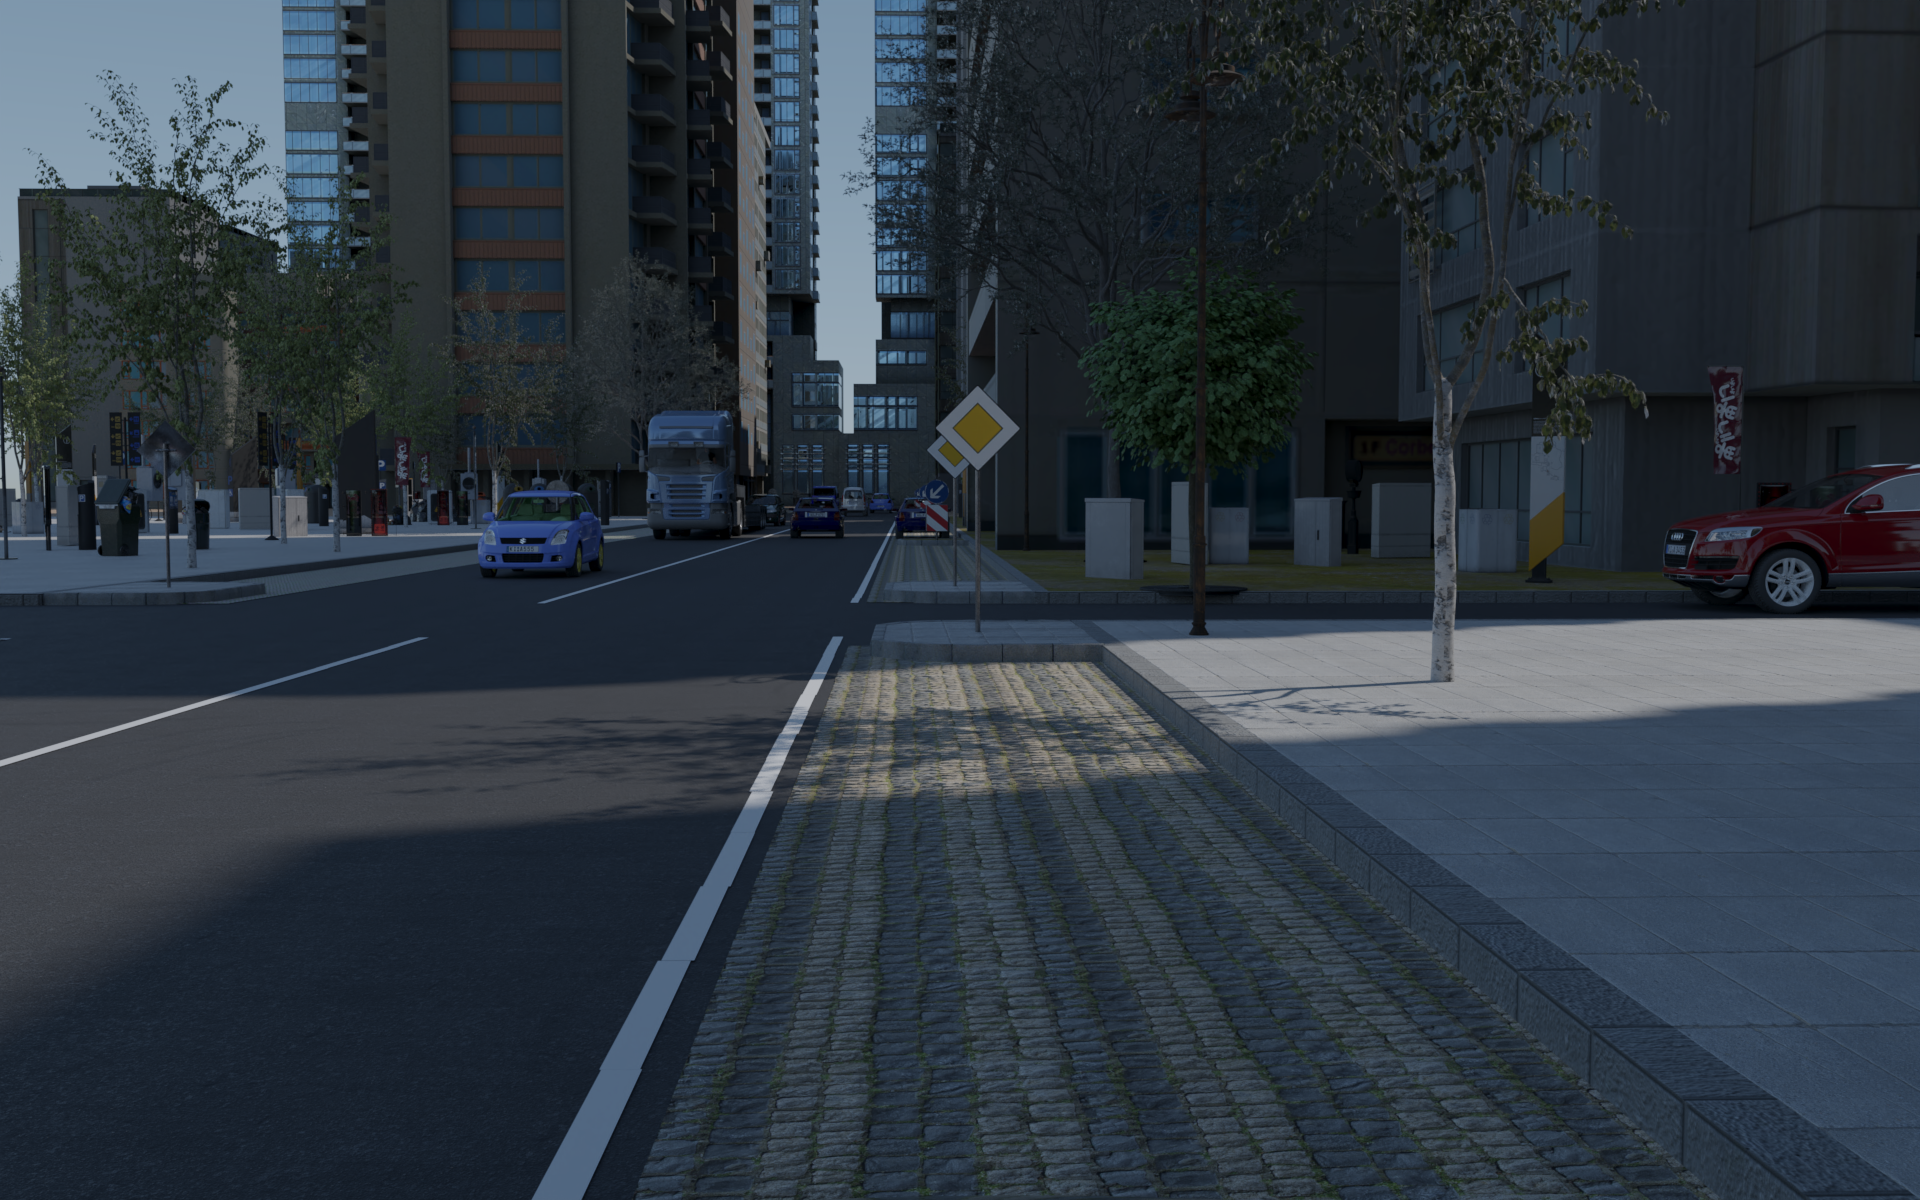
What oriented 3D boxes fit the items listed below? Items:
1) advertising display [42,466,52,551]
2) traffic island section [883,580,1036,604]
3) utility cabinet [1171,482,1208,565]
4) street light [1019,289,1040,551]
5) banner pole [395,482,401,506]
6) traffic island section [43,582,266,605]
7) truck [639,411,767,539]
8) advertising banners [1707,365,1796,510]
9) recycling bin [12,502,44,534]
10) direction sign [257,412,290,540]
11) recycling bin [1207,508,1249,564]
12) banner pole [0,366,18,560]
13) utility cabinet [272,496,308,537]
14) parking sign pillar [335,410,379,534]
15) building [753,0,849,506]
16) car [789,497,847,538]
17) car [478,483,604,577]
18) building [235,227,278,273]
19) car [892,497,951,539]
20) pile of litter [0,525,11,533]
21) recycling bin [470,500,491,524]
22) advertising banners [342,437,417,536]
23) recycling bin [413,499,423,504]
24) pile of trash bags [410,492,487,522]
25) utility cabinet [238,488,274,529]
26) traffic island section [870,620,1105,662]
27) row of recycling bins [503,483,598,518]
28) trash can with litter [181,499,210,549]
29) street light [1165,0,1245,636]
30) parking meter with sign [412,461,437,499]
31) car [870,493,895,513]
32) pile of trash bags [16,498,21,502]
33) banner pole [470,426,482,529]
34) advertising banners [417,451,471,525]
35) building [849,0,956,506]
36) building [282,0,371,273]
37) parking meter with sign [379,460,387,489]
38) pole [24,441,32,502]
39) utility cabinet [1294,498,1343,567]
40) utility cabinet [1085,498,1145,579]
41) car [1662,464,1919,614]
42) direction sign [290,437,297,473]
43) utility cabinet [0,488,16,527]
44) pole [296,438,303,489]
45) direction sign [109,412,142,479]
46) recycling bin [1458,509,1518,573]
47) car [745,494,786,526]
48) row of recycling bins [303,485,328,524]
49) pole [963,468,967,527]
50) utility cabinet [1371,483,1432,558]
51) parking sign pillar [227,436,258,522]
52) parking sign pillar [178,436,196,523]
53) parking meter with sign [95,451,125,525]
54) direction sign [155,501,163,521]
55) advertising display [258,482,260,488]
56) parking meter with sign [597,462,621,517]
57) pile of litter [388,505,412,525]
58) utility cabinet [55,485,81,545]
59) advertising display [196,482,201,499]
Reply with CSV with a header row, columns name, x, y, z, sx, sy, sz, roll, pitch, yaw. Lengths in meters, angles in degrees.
name,x,y,z,sx,sy,sz,roll,pitch,yaw
advertising display,-20.813,-2.096,39.485,0.123,1.923,0.974,-2,4,-30
traffic island section,-0.048,-0.111,24.096,2.009,0.180,2.903,0,4,-2
utility cabinet,4.179,-1.394,31.477,0.318,1.500,1.173,-1,4,-11
street light,1.502,-4.046,38.932,0.468,5.910,1.993,0,4,-2
banner pole,-25.147,-5.349,77.474,0.401,3.779,0.863,-2,4,-32
traffic island section,-10.885,-0.092,23.784,2.009,0.180,2.903,0,4,-2
truck,-8.761,-4.404,61.770,2.967,4.110,18.799,0,4,-2
advertising banners,11.174,-1.683,23.702,2.074,3.025,0.090,0,4,-5
recycling bin,-30.180,-2.662,56.076,0.722,1.027,0.722,3,5,39
direction sign,-19.156,-3.431,48.099,0.379,3.537,0.876,1,4,19
recycling bin,4.923,-1.184,31.919,0.722,1.027,0.722,0,4,2
banner pole,-18.941,-2.683,33.890,0.863,3.779,0.401,0,4,4
utility cabinet,-20.180,-2.510,52.198,0.306,1.237,1.020,2,4,32
parking sign pillar,-19.433,-4.118,55.799,1.447,3.967,1.447,0,4,0
building,-28.653,-53.730,191.152,31.000,86.520,22.319,0,4,-2
car,-4.715,-2.745,57.462,1.945,1.354,3.894,0,4,-3
car,-7.445,-1.305,30.932,1.945,1.707,3.694,0,4,-3
building,-82.812,-25.403,187.033,14.107,30.474,14.160,0,4,-2
car,-1.239,-2.658,56.044,1.945,1.354,3.894,0,4,-3
pile of litter,-32.210,-2.645,57.219,1.176,0.858,1.719,3,5,40
recycling bin,-20.678,-3.801,74.695,0.722,1.027,0.722,0,4,-4
advertising banners,-17.729,-3.459,52.740,2.074,3.025,0.090,0,4,-7
recycling bin,-26.253,-4.322,83.219,0.722,1.027,0.722,0,4,-4
pile of trash bags,-23.777,-4.330,80.543,3.447,1.369,1.912,-2,4,-25
utility cabinet,-25.319,-3.283,62.352,1.173,1.500,0.318,-2,4,-31
traffic island section,0.186,0.377,16.114,2.009,0.180,2.903,0,4,-2
row of recycling bins,-15.501,-3.578,65.613,3.534,1.692,1.069,-1,4,-11
trash can with litter,-17.775,-1.767,40.283,0.624,1.170,1.055,-2,4,-26
street light,2.175,-2.618,15.589,0.468,5.910,1.993,0,4,-2
parking meter with sign,-28.446,-5.917,92.999,1.738,3.016,0.543,-1,4,-13
car,-5.895,-7.400,130.576,1.945,1.707,3.694,0,3,0
pile of trash bags,-53.167,-5.260,95.749,3.447,1.369,1.912,-3,4,-36
banner pole,-17.699,-4.481,63.276,0.401,3.779,0.863,-1,4,-20
advertising banners,-21.173,-4.577,71.016,2.074,3.025,0.090,-1,4,-15
building,2.331,-53.789,192.125,31.000,86.520,22.319,0,4,-2
building,-60.397,-53.682,190.373,31.000,86.520,22.319,0,4,-2
parking meter with sign,-29.312,-5.595,87.743,0.543,3.016,1.738,-1,4,-21
pole,-36.023,-4.474,66.997,0.158,3.312,0.155,0,3,0
utility cabinet,6.421,-1.221,31.121,0.306,1.237,1.020,-2,4,-27
utility cabinet,2.362,-0.936,26.463,0.306,1.237,1.020,-3,4,-38
car,11.519,-0.790,21.585,5.304,1.827,2.281,0,4,0
direction sign,-26.861,-4.719,69.146,0.876,3.537,0.379,-2,4,-35
utility cabinet,-37.301,-3.579,67.203,0.318,1.500,1.173,3,4,37
pole,-24.015,-4.230,63.010,0.158,3.312,0.155,0,3,0
direction sign,-23.077,-3.422,47.953,0.876,3.537,0.379,0,4,5
recycling bin,8.690,-0.977,28.524,0.722,1.027,0.722,-1,4,-8
car,-8.848,-4.168,77.934,2.009,1.686,4.222,0,4,0
row of recycling bins,-28.539,-4.247,76.548,1.069,1.692,3.534,-2,4,-28
pole,0.208,-4.549,68.224,0.158,3.312,0.155,0,3,0
utility cabinet,8.822,-1.588,34.647,1.173,1.500,0.318,-1,4,-17
parking sign pillar,-33.361,-5.631,80.545,1.447,3.967,1.447,2,4,34
parking sign pillar,-34.791,-5.441,77.432,1.447,3.967,1.447,1,4,16
parking meter with sign,-34.880,-4.561,70.841,1.738,3.016,0.543,2,4,29
direction sign,-37.748,-5.473,81.485,0.379,3.537,0.876,-1,4,-14
advertising display,-37.826,-5.381,93.187,0.123,1.923,0.974,0,4,-7
parking meter with sign,-19.660,-6.081,95.691,1.738,3.016,0.543,0,4,8
pile of litter,-23.402,-3.518,71.486,1.719,0.858,1.176,-3,4,-37
utility cabinet,-22.129,-2.104,43.074,0.318,1.500,1.173,-1,4,-9
advertising display,-39.998,-5.235,90.808,0.123,1.923,0.974,-3,5,-43
